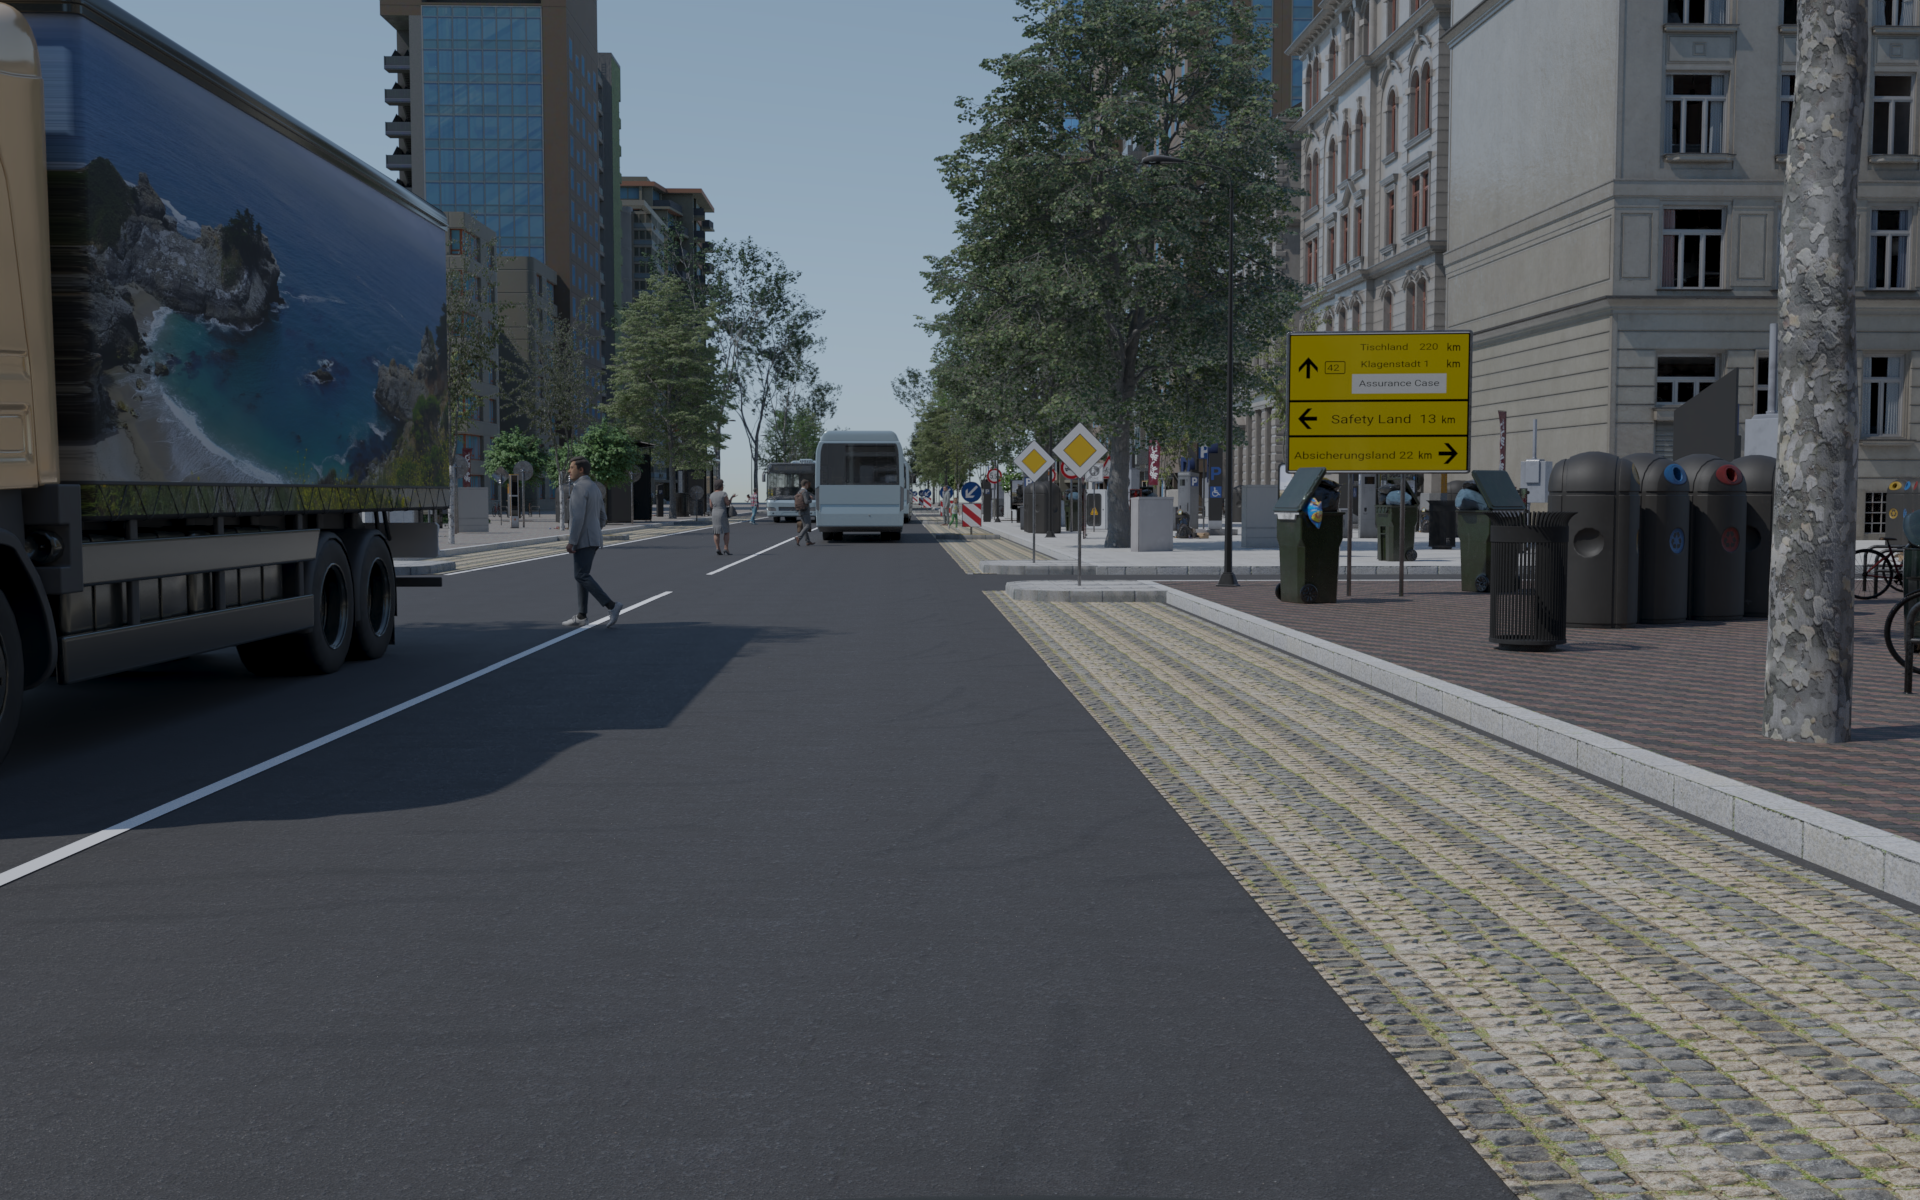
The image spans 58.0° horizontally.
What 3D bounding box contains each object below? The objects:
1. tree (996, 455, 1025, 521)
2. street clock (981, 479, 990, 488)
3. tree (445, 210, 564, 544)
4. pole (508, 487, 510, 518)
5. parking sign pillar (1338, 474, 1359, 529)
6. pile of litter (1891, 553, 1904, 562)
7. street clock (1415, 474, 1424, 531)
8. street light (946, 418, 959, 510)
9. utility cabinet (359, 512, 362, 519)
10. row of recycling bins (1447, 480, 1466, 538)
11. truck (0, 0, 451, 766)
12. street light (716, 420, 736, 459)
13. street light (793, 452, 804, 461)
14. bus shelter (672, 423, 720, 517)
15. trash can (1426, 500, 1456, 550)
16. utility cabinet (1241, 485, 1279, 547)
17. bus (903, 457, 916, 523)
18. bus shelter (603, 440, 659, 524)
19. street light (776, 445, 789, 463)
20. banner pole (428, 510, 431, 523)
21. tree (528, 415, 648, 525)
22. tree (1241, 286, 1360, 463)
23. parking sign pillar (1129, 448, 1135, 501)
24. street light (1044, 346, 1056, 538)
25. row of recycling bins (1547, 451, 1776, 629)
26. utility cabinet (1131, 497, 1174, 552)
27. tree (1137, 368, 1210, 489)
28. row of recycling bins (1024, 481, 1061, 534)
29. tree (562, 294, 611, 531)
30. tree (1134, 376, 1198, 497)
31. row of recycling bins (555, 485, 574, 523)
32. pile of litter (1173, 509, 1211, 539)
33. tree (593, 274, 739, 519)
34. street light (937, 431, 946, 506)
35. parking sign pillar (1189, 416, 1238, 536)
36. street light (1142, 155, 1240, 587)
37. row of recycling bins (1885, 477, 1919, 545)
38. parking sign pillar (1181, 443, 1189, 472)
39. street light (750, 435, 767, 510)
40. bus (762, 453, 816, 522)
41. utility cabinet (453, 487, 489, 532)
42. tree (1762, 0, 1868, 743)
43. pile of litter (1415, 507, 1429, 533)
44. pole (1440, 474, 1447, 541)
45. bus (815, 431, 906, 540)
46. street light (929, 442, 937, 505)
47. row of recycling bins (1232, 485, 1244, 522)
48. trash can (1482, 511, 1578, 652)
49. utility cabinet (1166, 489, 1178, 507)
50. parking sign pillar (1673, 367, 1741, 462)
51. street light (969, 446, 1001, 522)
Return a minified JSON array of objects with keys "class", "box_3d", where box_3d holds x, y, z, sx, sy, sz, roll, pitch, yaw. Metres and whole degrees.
[{"class":"tree","box_3d":[2.440,-5.385,82.653,1.663,3.219,1.824,0,3,0]},{"class":"street clock","box_3d":[1.269,-4.971,85.850,0.358,2.002,0.471,3,5,43]},{"class":"tree","box_3d":[-13.344,-5.760,44.541,4.360,8.622,3.978,0,3,0]},{"class":"pole","box_3d":[-24.165,-6.061,92.944,0.158,3.312,0.155,0,3,0]},{"class":"parking sign pillar","box_3d":[14.498,-4.646,64.427,1.447,3.967,1.447,2,4,31]},{"class":"pile of litter","box_3d":[18.315,-1.159,32.909,1.719,0.858,1.176,-1,4,-21]},{"class":"street clock","box_3d":[15.997,-3.434,60.720,0.358,2.002,0.471,-3,5,-44]},{"class":"street light","box_3d":[0.066,-8.181,106.297,1.470,5.913,1.316,0,4,-2]},{"class":"utility cabinet","box_3d":[-14.238,-1.909,39.899,1.173,1.500,0.318,-2,4,-28]},{"class":"row of recycling bins","box_3d":[15.299,-2.780,52.571,1.069,1.692,3.534,1,4,23]},{"class":"truck","box_3d":[-6.060,-1.390,11.634,2.839,4.237,11.283,0,4,-2]},{"class":"street light","box_3d":[-14.666,-8.291,108.097,1.470,5.913,1.316,0,4,-2]},{"class":"street light","box_3d":[-17.871,-13.396,191.563,1.470,5.913,1.316,0,4,-2]},{"class":"bus shelter","box_3d":[-15.444,-7.518,100.545,2.179,5.291,8.768,0,4,-2]},{"class":"trash can","box_3d":[11.166,-1.739,40.094,0.748,1.137,0.748,0,3,0]},{"class":"utility cabinet","box_3d":[7.313,-1.996,41.313,1.173,1.500,0.318,-1,4,-14]},{"class":"bus","box_3d":[-3.790,-5.762,89.073,2.948,3.499,13.247,0,4,-1]},{"class":"bus shelter","box_3d":[-14.923,-5.336,78.525,1.731,3.624,6.357,0,4,-2]},{"class":"street light","box_3d":[-16.738,-11.647,162.961,1.470,5.913,1.316,0,4,-2]},{"class":"banner pole","box_3d":[-17.056,-3.997,55.368,0.401,3.779,0.863,-2,4,-32]},{"class":"tree","box_3d":[-14.598,-5.376,71.615,4.285,4.588,4.351,0,3,0]},{"class":"tree","box_3d":[11.761,-6.738,60.527,4.737,8.622,4.395,0,3,0]},{"class":"parking sign pillar","box_3d":[8.954,-6.527,95.182,1.447,3.967,1.447,0,4,0]},{"class":"street light","box_3d":[2.130,-4.794,50.923,1.470,5.913,1.316,0,4,-2]},{"class":"row of recycling bins","box_3d":[7.234,-0.641,17.590,3.534,1.692,1.069,-2,4,-33]},{"class":"utility cabinet","box_3d":[4.289,-1.685,38.710,1.020,1.237,0.306,-2,4,-34]},{"class":"tree","box_3d":[10.066,-7.843,78.599,4.737,8.622,4.395,0,3,0]},{"class":"row of recycling bins","box_3d":[2.680,-3.081,57.485,1.069,1.692,3.534,0,4,-5]},{"class":"tree","box_3d":[-14.020,-6.724,60.292,4.360,8.622,3.978,0,3,0]},{"class":"tree","box_3d":[12.304,-9.284,102.161,4.360,8.622,3.978,0,3,0]},{"class":"row of recycling bins","box_3d":[-17.522,-4.310,77.587,1.069,1.692,3.534,-1,4,-21]},{"class":"pile of litter","box_3d":[6.689,-2.221,50.285,1.176,0.858,1.719,0,4,8]},{"class":"tree","box_3d":[-15.312,-10.527,90.243,7.486,12.596,7.792,0,3,0]},{"class":"street light","box_3d":[-0.750,-9.542,128.550,1.470,5.913,1.316,0,4,-2]},{"class":"parking sign pillar","box_3d":[7.980,-4.015,54.115,1.447,3.967,1.447,0,4,7]},{"class":"street light","box_3d":[3.190,-3.142,23.918,1.470,5.913,1.316,0,4,-2]},{"class":"row of recycling bins","box_3d":[22.457,-2.028,40.264,1.069,1.692,3.534,1,4,14]},{"class":"parking sign pillar","box_3d":[11.932,-6.208,89.980,1.447,3.967,1.447,-1,4,-19]},{"class":"street light","box_3d":[-15.783,-9.981,135.737,1.470,5.913,1.316,0,4,-2]},{"class":"bus","box_3d":[-8.278,-5.868,90.798,2.948,3.499,13.247,0,4,0]},{"class":"utility cabinet","box_3d":[-16.277,-2.985,57.479,1.173,1.500,0.318,-2,4,-28]},{"class":"tree","box_3d":[5.688,-9.385,9.334,12.611,20.169,13.585,0,3,0]},{"class":"pile of litter","box_3d":[15.755,-2.675,57.695,1.176,0.858,1.719,1,4,17]},{"class":"pole","box_3d":[12.089,-3.022,43.258,0.158,3.312,0.155,0,3,0]},{"class":"bus","box_3d":[-3.180,-3.786,56.757,2.948,3.499,13.247,0,4,-2]},{"class":"street light","box_3d":[-1.797,-11.213,155.871,1.470,5.913,1.316,0,4,-2]},{"class":"row of recycling bins","box_3d":[13.883,-4.422,79.419,3.534,1.692,1.069,-2,4,-33]},{"class":"trash can","box_3d":[4.685,-0.160,14.272,0.748,1.137,0.748,0,3,0]},{"class":"utility cabinet","box_3d":[10.266,-4.535,82.832,0.318,1.500,1.173,-1,4,-22]},{"class":"parking sign pillar","box_3d":[16.125,-2.993,37.414,1.447,3.967,1.447,3,5,42]},{"class":"street light","box_3d":[1.165,-6.459,78.147,1.470,5.913,1.316,0,4,-2]}]
